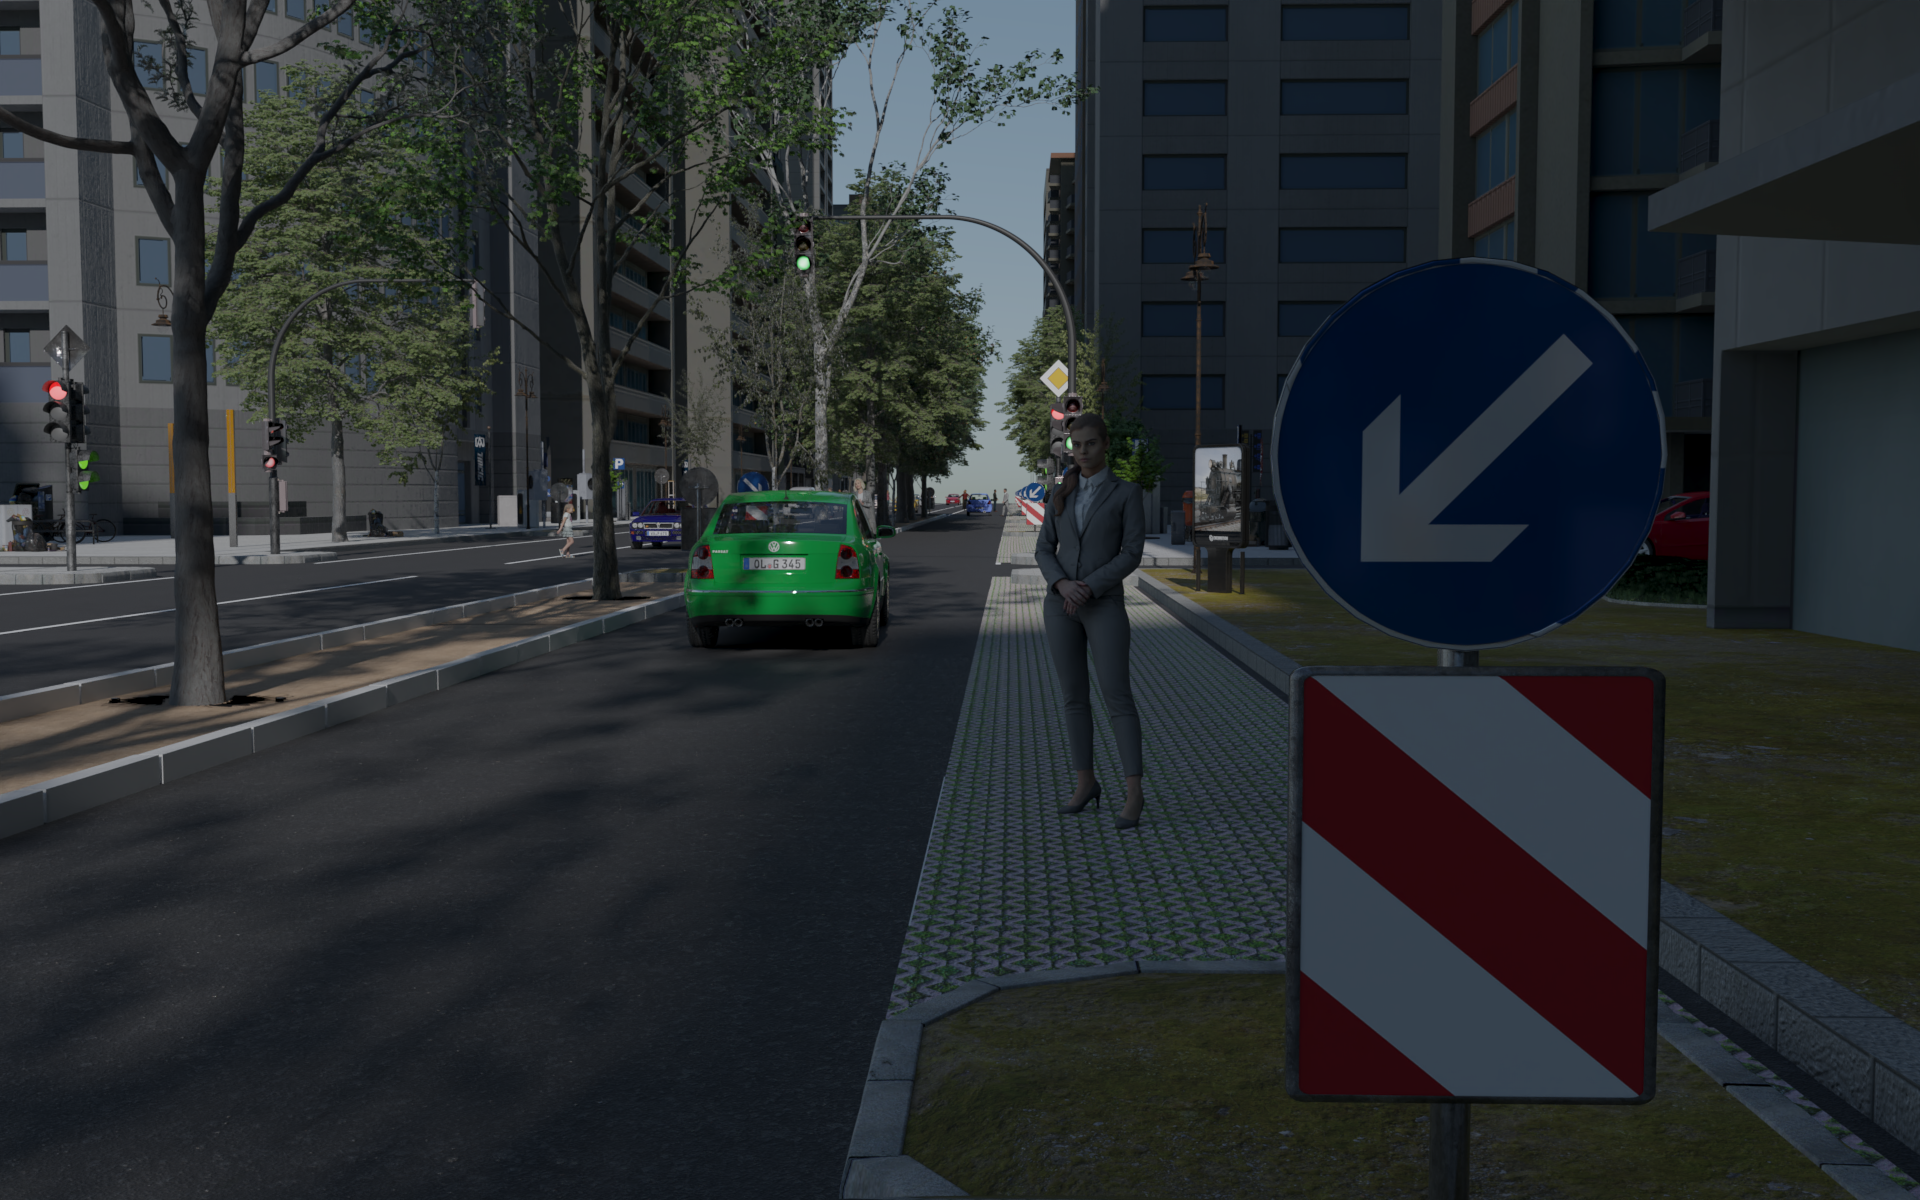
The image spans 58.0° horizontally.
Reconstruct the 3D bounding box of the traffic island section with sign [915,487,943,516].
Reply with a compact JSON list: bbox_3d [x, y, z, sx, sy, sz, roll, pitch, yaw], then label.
[{"bbox_3d":[-1.981,-6.313,111.352,2.006,1.907,1.989,0,4,2],"label":"traffic island section with sign"}]

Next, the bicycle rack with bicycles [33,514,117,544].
[{"bbox_3d":[-23.408,-1.908,44.576,2.925,0.926,2.852,-1,4,-22],"label":"bicycle rack with bicycles"}]

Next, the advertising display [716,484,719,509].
[{"bbox_3d":[-15.502,-6.455,110.760,0.123,1.923,0.974,0,4,-6],"label":"advertising display"}]

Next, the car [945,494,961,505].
[{"bbox_3d":[-0.840,-13.250,225.672,2.155,1.783,4.494,0,4,4],"label":"car"}]

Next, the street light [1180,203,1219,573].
[{"bbox_3d":[3.836,-3.369,27.878,0.468,5.910,1.993,0,4,2],"label":"street light"}]

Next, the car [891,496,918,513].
[{"bbox_3d":[-4.103,-7.349,130.376,2.015,1.641,3.980,0,4,3],"label":"car"}]

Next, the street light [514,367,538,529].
[{"bbox_3d":[-15.730,-5.514,62.941,0.468,5.910,1.993,0,4,2],"label":"street light"}]

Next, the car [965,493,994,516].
[{"bbox_3d":[1.271,-6.419,114.539,1.945,1.707,3.694,0,4,1],"label":"car"}]

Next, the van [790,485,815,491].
[{"bbox_3d":[-9.241,-5.711,100.390,2.013,2.044,4.112,0,4,2],"label":"van"}]

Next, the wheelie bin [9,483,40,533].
[{"bbox_3d":[-26.460,-2.530,49.271,0.693,1.594,0.980,3,4,38],"label":"wheelie bin"}]

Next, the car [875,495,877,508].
[{"bbox_3d":[-7.789,-9.014,159.746,2.083,1.381,4.827,0,4,4],"label":"car"}]

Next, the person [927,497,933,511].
[{"bbox_3d":[-2.626,-8.557,148.425,0.705,1.822,1.348,-2,4,-31],"label":"person"}]

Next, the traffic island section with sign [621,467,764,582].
[{"bbox_3d":[-4.457,-1.266,28.843,2.006,1.907,1.989,0,4,2],"label":"traffic island section with sign"}]

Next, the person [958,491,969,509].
[{"bbox_3d":[0.363,-9.563,165.380,1.217,1.766,0.721,1,4,14],"label":"person"}]

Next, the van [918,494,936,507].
[{"bbox_3d":[-3.551,-11.000,186.863,2.013,2.044,4.112,0,4,1],"label":"van"}]

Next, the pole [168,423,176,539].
[{"bbox_3d":[-22.695,-3.432,49.965,0.158,3.312,0.155,0,3,0],"label":"pole"}]

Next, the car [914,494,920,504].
[{"bbox_3d":[-6.001,-13.347,228.006,2.009,1.686,4.222,0,4,0],"label":"car"}]

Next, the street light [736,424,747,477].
[{"bbox_3d":[-14.321,-8.612,113.593,0.468,5.910,1.993,0,4,2],"label":"street light"}]

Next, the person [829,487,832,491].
[{"bbox_3d":[-7.846,-5.943,105.586,0.656,1.842,0.836,1,4,20],"label":"person"}]

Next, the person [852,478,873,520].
[{"bbox_3d":[-2.285,-1.909,39.893,0.537,1.800,0.526,1,4,9],"label":"person"}]

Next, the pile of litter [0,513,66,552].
[{"bbox_3d":[-20.883,-1.521,38.830,1.719,0.858,1.176,2,4,25],"label":"pile of litter"}]

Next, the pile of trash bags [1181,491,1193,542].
[{"bbox_3d":[6.803,-2.257,46.659,1.912,1.369,3.447,2,4,30],"label":"pile of trash bags"}]

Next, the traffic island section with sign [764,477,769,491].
[{"bbox_3d":[-4.226,-1.719,36.246,2.006,1.907,1.989,0,4,2],"label":"traffic island section with sign"}]

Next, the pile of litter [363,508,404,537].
[{"bbox_3d":[-17.331,-2.331,52.072,1.176,0.858,1.719,-2,4,-23],"label":"pile of litter"}]

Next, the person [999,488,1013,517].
[{"bbox_3d":[2.934,-6.165,109.566,0.850,1.792,0.678,-1,4,-16],"label":"person"}]

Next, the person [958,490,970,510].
[{"bbox_3d":[0.467,-8.890,153.808,1.348,1.831,0.705,1,4,15],"label":"person"}]

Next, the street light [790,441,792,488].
[{"bbox_3d":[-13.558,-10.170,139.062,0.468,5.910,1.993,0,4,2],"label":"street light"}]

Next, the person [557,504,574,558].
[{"bbox_3d":[-8.903,-1.566,39.124,0.382,1.210,0.505,-1,4,-10],"label":"person"}]

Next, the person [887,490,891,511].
[{"bbox_3d":[-5.905,-8.206,143.390,0.721,1.743,1.217,1,4,14],"label":"person"}]

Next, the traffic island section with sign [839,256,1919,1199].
[{"bbox_3d":[0.775,0.301,3.705,1.989,1.847,2.006,0,4,2],"label":"traffic island section with sign"}]

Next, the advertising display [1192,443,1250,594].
[{"bbox_3d":[3.377,-1.055,22.461,0.123,1.923,0.974,-2,4,-33],"label":"advertising display"}]

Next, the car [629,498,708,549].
[{"bbox_3d":[-7.645,-2.056,46.193,1.945,1.354,3.894,0,4,2],"label":"car"}]

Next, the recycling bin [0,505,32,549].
[{"bbox_3d":[-22.254,-1.713,40.557,0.722,1.027,0.722,2,4,31],"label":"recycling bin"}]

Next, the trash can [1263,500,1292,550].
[{"bbox_3d":[7.329,-1.721,39.795,0.748,1.137,0.748,0,3,0],"label":"trash can"}]

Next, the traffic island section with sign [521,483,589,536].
[{"bbox_3d":[-13.920,-3.130,59.796,1.989,1.847,2.006,0,4,2],"label":"traffic island section with sign"}]

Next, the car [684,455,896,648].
[{"bbox_3d":[-1.648,-0.535,17.541,1.959,1.807,4.718,0,3,0],"label":"car"}]

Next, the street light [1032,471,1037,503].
[{"bbox_3d":[9.661,-15.059,218.995,0.468,5.910,1.993,0,4,2],"label":"street light"}]

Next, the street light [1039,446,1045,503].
[{"bbox_3d":[7.865,-11.548,161.594,0.468,5.910,1.993,0,4,2],"label":"street light"}]

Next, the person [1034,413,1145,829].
[{"bbox_3d":[0.563,0.071,7.611,0.520,1.790,0.573,1,4,11],"label":"person"}]

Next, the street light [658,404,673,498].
[{"bbox_3d":[-15.085,-7.100,88.865,0.468,5.910,1.993,0,4,2],"label":"street light"}]

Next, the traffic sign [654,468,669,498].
[{"bbox_3d":[-14.799,-5.249,85.933,0.768,2.556,0.104,1,4,9],"label":"traffic sign"}]

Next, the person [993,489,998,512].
[{"bbox_3d":[2.883,-8.115,141.198,0.705,1.821,1.348,-1,4,-10],"label":"person"}]

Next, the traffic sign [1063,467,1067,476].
[{"bbox_3d":[5.027,-4.789,78.404,0.768,2.556,0.104,0,4,6],"label":"traffic sign"}]

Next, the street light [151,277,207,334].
[{"bbox_3d":[-16.652,-3.932,37.071,0.468,5.910,1.993,0,4,2],"label":"street light"}]

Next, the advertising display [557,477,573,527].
[{"bbox_3d":[-15.439,-3.827,67.777,0.123,1.923,0.974,1,4,18],"label":"advertising display"}]

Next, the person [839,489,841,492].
[{"bbox_3d":[-9.664,-7.988,139.121,1.348,1.822,0.705,1,4,9],"label":"person"}]

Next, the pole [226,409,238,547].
[{"bbox_3d":[-17.591,-2.937,41.857,0.158,3.312,0.155,0,3,0],"label":"pole"}]

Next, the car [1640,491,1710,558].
[{"bbox_3d":[13.748,-1.442,32.611,4.494,1.783,2.155,0,4,3],"label":"car"}]

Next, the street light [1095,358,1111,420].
[{"bbox_3d":[4.850,-5.267,58.899,0.468,5.910,1.993,0,4,2],"label":"street light"}]
